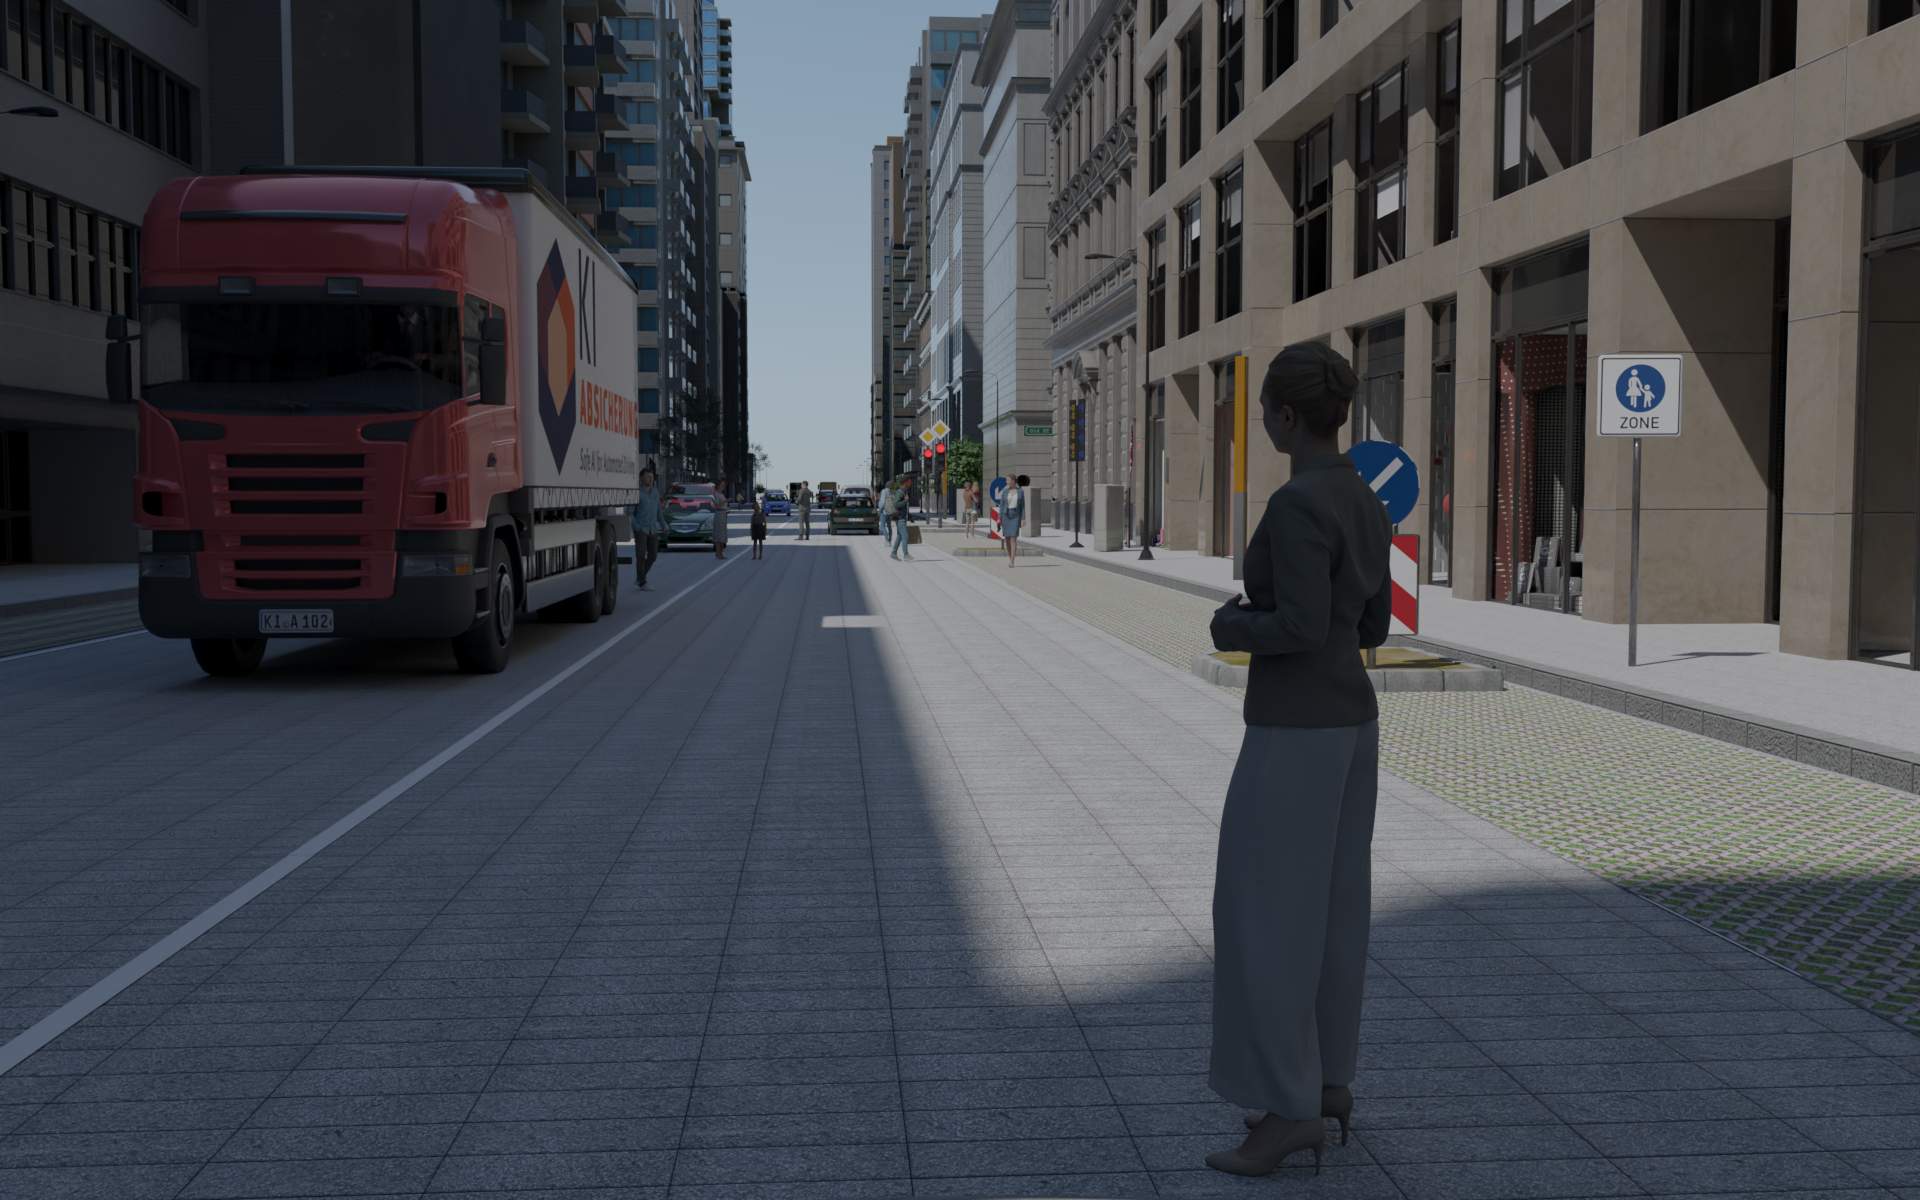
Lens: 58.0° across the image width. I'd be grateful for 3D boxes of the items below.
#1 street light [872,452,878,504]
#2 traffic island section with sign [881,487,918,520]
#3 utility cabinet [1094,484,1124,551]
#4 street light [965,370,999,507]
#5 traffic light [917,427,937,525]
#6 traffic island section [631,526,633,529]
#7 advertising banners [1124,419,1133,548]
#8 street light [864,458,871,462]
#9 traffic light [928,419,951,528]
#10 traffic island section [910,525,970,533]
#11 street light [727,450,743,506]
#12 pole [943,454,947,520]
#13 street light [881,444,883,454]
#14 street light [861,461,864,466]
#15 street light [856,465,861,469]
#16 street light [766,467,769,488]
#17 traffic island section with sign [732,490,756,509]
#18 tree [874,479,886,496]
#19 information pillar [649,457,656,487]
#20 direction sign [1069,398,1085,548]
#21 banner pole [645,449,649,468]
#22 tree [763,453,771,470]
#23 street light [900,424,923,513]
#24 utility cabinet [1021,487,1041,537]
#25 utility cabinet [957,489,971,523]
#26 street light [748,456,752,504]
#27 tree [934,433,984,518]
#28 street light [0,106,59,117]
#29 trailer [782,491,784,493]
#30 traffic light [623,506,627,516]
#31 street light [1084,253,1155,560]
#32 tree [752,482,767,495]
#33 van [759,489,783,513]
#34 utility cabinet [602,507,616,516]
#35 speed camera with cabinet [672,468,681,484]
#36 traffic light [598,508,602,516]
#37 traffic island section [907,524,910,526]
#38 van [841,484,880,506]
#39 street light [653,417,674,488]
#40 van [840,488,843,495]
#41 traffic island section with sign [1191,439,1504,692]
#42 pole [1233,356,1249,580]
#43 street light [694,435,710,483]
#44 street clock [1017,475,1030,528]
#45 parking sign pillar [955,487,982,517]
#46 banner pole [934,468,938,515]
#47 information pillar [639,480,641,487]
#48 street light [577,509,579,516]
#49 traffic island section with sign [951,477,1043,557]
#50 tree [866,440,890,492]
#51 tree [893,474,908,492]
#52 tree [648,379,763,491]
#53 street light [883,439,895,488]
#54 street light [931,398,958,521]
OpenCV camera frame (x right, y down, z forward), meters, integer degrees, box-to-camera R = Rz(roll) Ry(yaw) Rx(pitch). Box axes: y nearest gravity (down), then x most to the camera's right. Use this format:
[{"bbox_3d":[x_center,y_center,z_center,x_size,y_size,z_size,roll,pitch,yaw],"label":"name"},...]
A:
[{"bbox_3d":[-8.923,-13.471,192.789,1.470,5.913,1.316,0,4,-4],"label":"street light"},{"bbox_3d":[-3.368,-5.315,95.531,1.989,1.847,2.006,0,4,-4],"label":"traffic island section with sign"},{"bbox_3d":[3.348,-1.842,38.795,0.318,1.500,1.173,2,4,24],"label":"utility cabinet"},{"bbox_3d":[0.865,-5.650,64.924,1.470,5.913,1.316,0,4,-4],"label":"street light"},{"bbox_3d":[-1.366,-5.129,72.776,0.839,4.253,0.868,0,4,-4],"label":"traffic light"},{"bbox_3d":[-13.931,-3.038,71.945,2.009,0.180,2.903,0,4,-4],"label":"traffic island section"},{"bbox_3d":[4.020,-2.754,41.221,0.090,3.025,2.074,0,4,2],"label":"advertising banners"},{"bbox_3d":[-11.320,-15.390,224.162,1.470,5.913,1.316,0,4,-4],"label":"street light"},{"bbox_3d":[-0.762,-4.642,64.814,0.839,4.253,0.868,0,4,-4],"label":"traffic light"},{"bbox_3d":[-0.721,-2.609,64.931,2.009,0.180,2.903,0,4,-4],"label":"traffic island section"},{"bbox_3d":[-23.554,-12.696,180.115,1.470,5.913,1.316,0,4,-4],"label":"street light"},{"bbox_3d":[-0.766,-5.717,87.310,0.158,3.312,0.155,0,3,0],"label":"pole"},{"bbox_3d":[-6.652,-11.519,160.882,1.470,5.913,1.316,0,4,-4],"label":"street light"},{"bbox_3d":[-12.892,-16.590,243.779,1.470,5.913,1.316,0,4,-4],"label":"street light"},{"bbox_3d":[-17.713,-20.460,307.061,1.470,5.913,1.316,0,4,-4],"label":"street light"},{"bbox_3d":[-32.242,-19.637,293.601,1.470,5.913,1.316,0,4,-4],"label":"street light"},{"bbox_3d":[-21.424,-9.911,170.673,1.989,1.847,2.006,0,4,-4],"label":"traffic island section with sign"},{"bbox_3d":[-9.906,-13.477,214.950,1.663,3.219,1.824,0,3,0],"label":"tree"},{"bbox_3d":[-19.373,-7.203,109.117,0.504,3.616,0.183,2,4,25],"label":"information pillar"},{"bbox_3d":[2.802,-3.027,41.486,0.379,3.537,0.876,-1,4,-20],"label":"direction sign"},{"bbox_3d":[-17.548,-6.563,97.323,0.401,3.779,0.863,0,4,1],"label":"banner pole"},{"bbox_3d":[-28.160,-17.496,220.474,8.767,10.594,7.601,-1,4,-16],"label":"tree"},{"bbox_3d":[-3.128,-8.753,115.650,1.470,5.913,1.316,0,4,-4],"label":"street light"},{"bbox_3d":[2.134,-2.623,51.557,0.318,1.500,1.173,1,4,18],"label":"utility cabinet"},{"bbox_3d":[0.223,-4.046,74.830,0.318,1.500,1.173,-1,4,-21],"label":"utility cabinet"},{"bbox_3d":[-26.051,-14.614,211.480,1.470,5.913,1.316,0,4,-4],"label":"street light"},{"bbox_3d":[0.371,-6.651,92.462,4.285,4.588,4.351,0,3,0],"label":"tree"},{"bbox_3d":[-11.479,-2.954,20.836,1.470,5.913,1.316,0,4,-4],"label":"street light"},{"bbox_3d":[-30.780,-17.751,297.282,1.471,1.999,3.904,0,4,-3],"label":"trailer"},{"bbox_3d":[-13.890,-5.070,71.814,0.839,4.253,0.868,0,4,-4],"label":"traffic light"},{"bbox_3d":[3.090,-3.731,33.538,1.470,5.913,1.316,0,4,-4],"label":"street light"},{"bbox_3d":[-29.823,-16.015,256.446,1.663,3.219,1.824,0,3,0],"label":"tree"},{"bbox_3d":[-14.519,-7.791,134.388,2.013,2.044,4.112,0,4,-2],"label":"van"},{"bbox_3d":[-16.237,-4.217,80.110,0.306,1.237,1.020,1,4,10],"label":"utility cabinet"},{"bbox_3d":[-21.170,-8.477,132.940,0.660,3.252,2.038,3,5,42],"label":"speed camera with cabinet"},{"bbox_3d":[-13.286,-4.583,63.851,0.839,4.253,0.868,0,4,-4],"label":"traffic light"},{"bbox_3d":[-1.325,-3.096,72.893,2.009,0.180,2.903,0,4,-4],"label":"traffic island section"},{"bbox_3d":[-4.504,-4.244,76.402,2.013,2.044,4.112,0,4,-3],"label":"van"},{"bbox_3d":[-17.863,-8.041,104.015,1.470,5.913,1.316,0,4,-4],"label":"street light"},{"bbox_3d":[-6.587,-6.017,105.384,2.013,2.044,4.112,0,4,-3],"label":"van"},{"bbox_3d":[2.860,-0.290,13.363,1.989,1.847,2.006,0,4,-4],"label":"traffic island section with sign"},{"bbox_3d":[4.178,-1.952,25.753,0.158,3.312,0.155,0,3,0],"label":"pole"},{"bbox_3d":[-20.211,-9.972,135.583,1.470,5.913,1.316,0,4,-4],"label":"street light"},{"bbox_3d":[2.370,-3.683,64.794,0.471,2.002,0.358,2,4,29],"label":"street clock"},{"bbox_3d":[0.473,-6.587,96.167,1.447,3.967,1.447,-2,4,-34],"label":"parking sign pillar"},{"bbox_3d":[-1.431,-7.006,104.568,0.401,3.779,0.863,-1,4,-16],"label":"banner pole"},{"bbox_3d":[-17.210,-5.391,92.633,0.304,2.012,0.304,-1,4,-11],"label":"information pillar"},{"bbox_3d":[-15.475,-6.113,72.487,1.470,5.913,1.316,0,4,-4],"label":"street light"},{"bbox_3d":[0.824,-1.935,40.272,1.989,1.847,2.006,0,4,-4],"label":"traffic island section with sign"},{"bbox_3d":[-10.515,-17.253,232.441,4.360,8.622,3.978,0,3,0],"label":"tree"},{"bbox_3d":[-5.202,-9.809,154.975,1.663,3.219,1.824,0,3,0],"label":"tree"},{"bbox_3d":[-21.850,-12.677,141.677,8.767,10.594,7.601,1,4,14],"label":"tree"},{"bbox_3d":[-5.575,-10.678,147.130,1.470,5.913,1.316,0,4,-4],"label":"street light"},{"bbox_3d":[-0.697,-6.810,83.883,1.470,5.913,1.316,0,4,-4],"label":"street light"}]
